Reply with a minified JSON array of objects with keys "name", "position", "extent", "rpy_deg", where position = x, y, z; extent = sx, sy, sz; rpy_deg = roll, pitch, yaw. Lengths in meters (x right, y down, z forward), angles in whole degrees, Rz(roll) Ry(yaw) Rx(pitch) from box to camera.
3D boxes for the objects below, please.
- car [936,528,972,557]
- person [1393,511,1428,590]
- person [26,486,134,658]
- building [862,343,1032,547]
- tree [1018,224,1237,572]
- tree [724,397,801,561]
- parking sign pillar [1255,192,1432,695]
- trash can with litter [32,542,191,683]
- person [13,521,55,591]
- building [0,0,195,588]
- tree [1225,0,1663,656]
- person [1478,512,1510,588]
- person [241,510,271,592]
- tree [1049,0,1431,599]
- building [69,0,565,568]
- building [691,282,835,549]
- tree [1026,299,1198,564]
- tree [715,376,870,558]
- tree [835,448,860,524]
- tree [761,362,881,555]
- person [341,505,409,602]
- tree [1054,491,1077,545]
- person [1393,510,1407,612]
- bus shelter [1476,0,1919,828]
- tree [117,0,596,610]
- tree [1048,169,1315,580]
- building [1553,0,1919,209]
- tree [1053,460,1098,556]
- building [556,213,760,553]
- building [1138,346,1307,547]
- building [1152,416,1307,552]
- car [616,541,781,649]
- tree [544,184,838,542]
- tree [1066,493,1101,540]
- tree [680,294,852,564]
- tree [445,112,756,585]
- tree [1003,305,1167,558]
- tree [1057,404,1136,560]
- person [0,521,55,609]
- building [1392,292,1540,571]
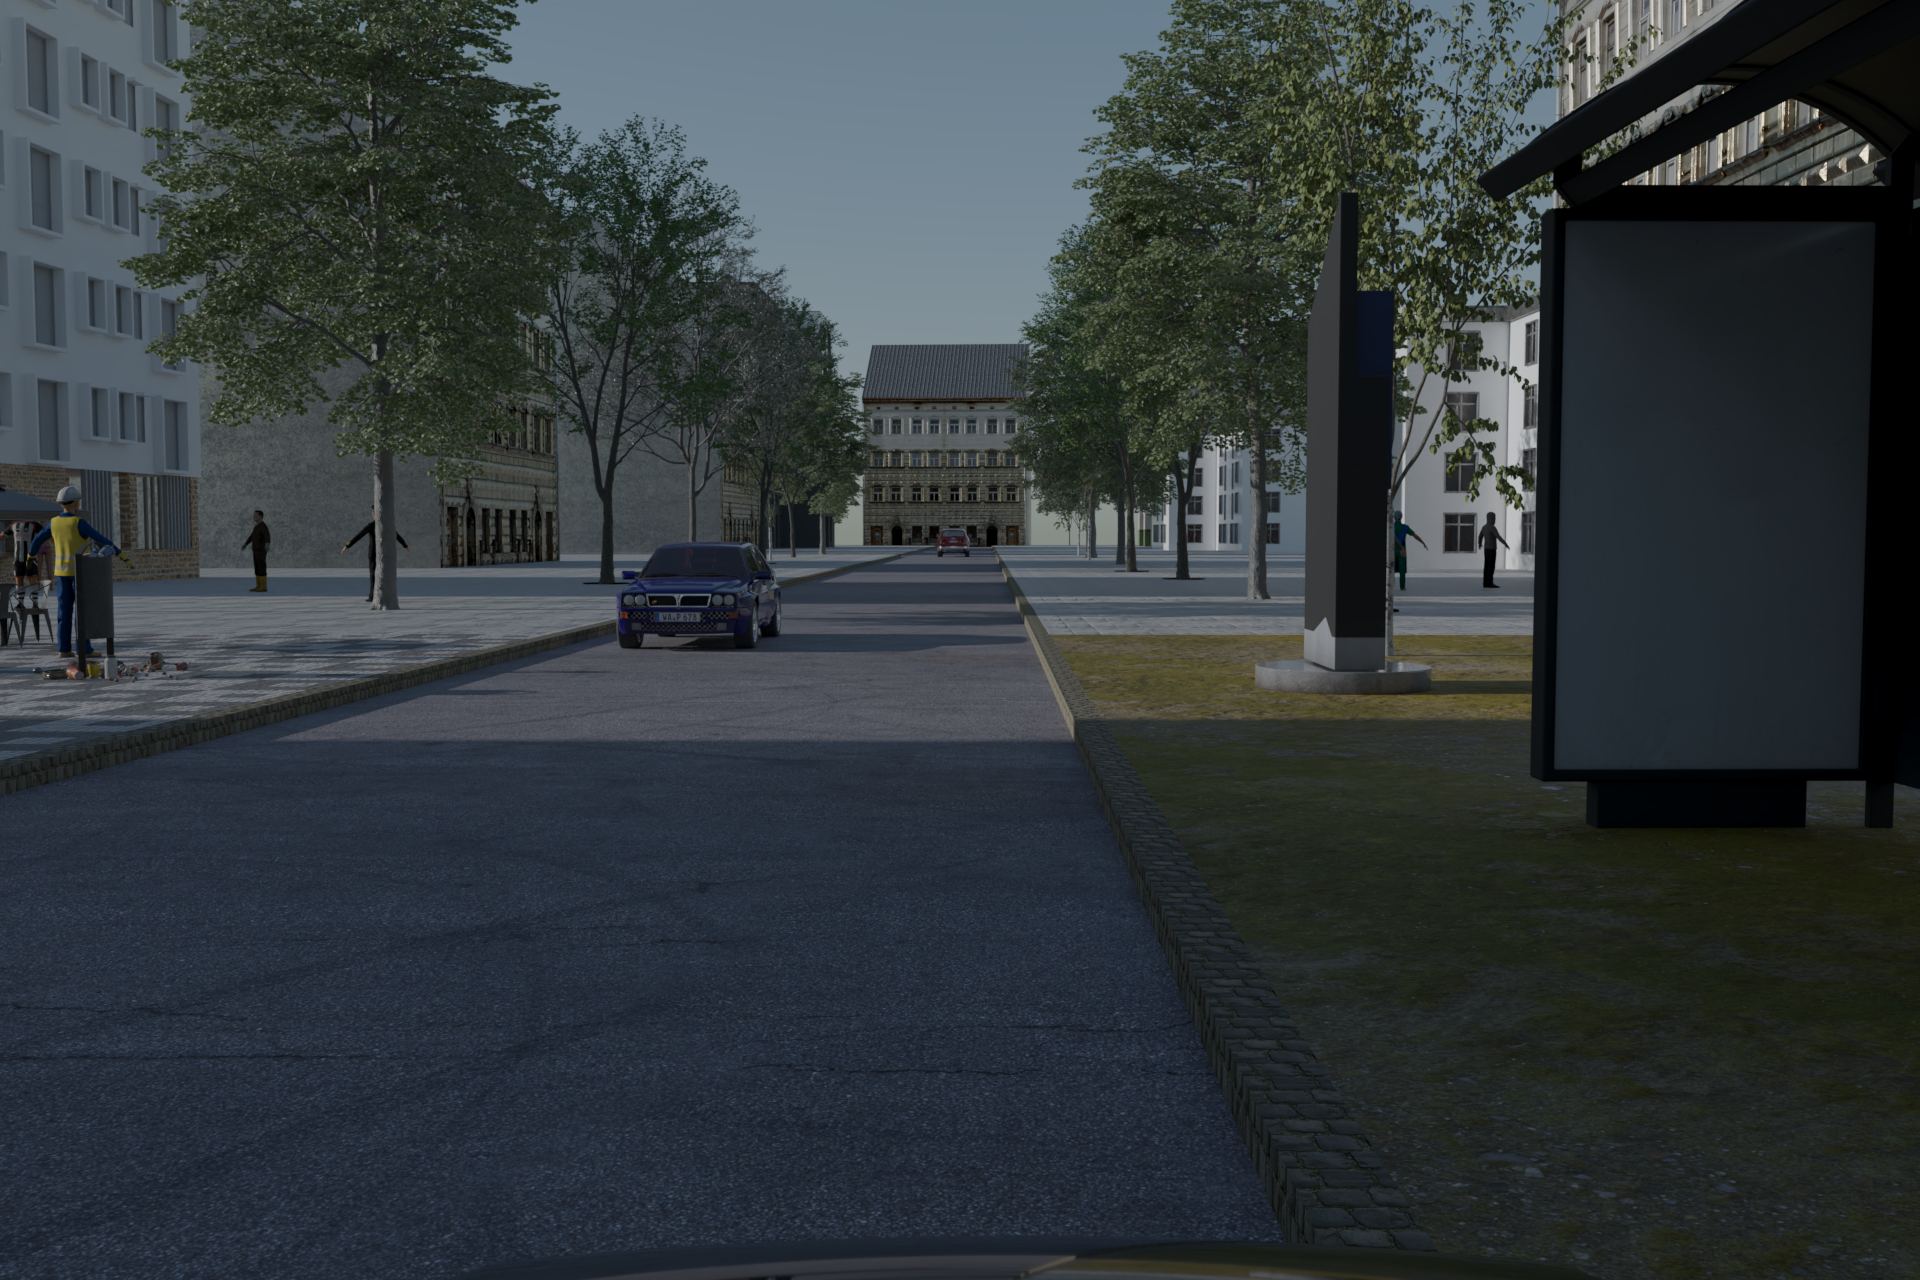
[{"name":"car","position":[-0.398,-6.193,109.923],"extent":[2.281,1.827,5.304],"rpy_deg":[0,4,0]},{"name":"person","position":[9.975,-2.040,39.482],"extent":[1.347,1.817,0.704],"rpy_deg":[1,4,15]},{"name":"person","position":[-9.177,-0.707,18.026],"extent":[1.216,1.772,0.721],"rpy_deg":[1,4,10]},{"name":"building","position":[-1.083,-22.378,199.272],"extent":[18.063,23.208,19.493],"rpy_deg":[0,4,4]},{"name":"tree","position":[5.716,-8.122,58.545],"extent":[9.928,11.665,9.643],"rpy_deg":[0,3,0]},{"name":"tree","position":[-8.973,-8.168,83.913],"extent":[4.360,8.622,3.978],"rpy_deg":[0,3,0]},{"name":"parking sign pillar","position":[3.208,-1.586,14.401],"extent":[1.447,3.967,1.447],"rpy_deg":[0,4,1]},{"name":"trash can with litter","position":[-7.693,-0.303,16.019],"extent":[1.678,1.210,2.233],"rpy_deg":[0,4,1]},{"name":"person","position":[-20.845,-1.994,39.406],"extent":[1.217,1.733,0.721],"rpy_deg":[-2,4,-28]},{"name":"building","position":[-27.421,-11.076,37.511],"extent":[16.016,20.090,11.380],"rpy_deg":[0,4,0]},{"name":"tree","position":[4.611,-4.126,17.821],"extent":[4.737,8.622,4.395],"rpy_deg":[0,3,0]},{"name":"person","position":[12.660,-2.149,41.264],"extent":[0.705,1.813,1.348],"rpy_deg":[-1,4,-13]},{"name":"person","position":[-15.604,-1.980,38.513],"extent":[0.704,1.812,1.346],"rpy_deg":[-3,5,-45]},{"name":"tree","position":[5.478,-7.077,33.836],"extent":[7.486,12.596,7.792],"rpy_deg":[0,3,0]},{"name":"building","position":[-28.468,-14.811,73.097],"extent":[19.493,23.208,18.063],"rpy_deg":[0,4,1]},{"name":"building","position":[-26.796,-19.142,156.943],"extent":[27.936,21.610,32.646],"rpy_deg":[0,4,1]},{"name":"tree","position":[6.563,-9.497,73.395],"extent":[7.486,12.596,7.792],"rpy_deg":[0,3,0]},{"name":"tree","position":[-9.143,-9.815,94.886],"extent":[8.767,10.594,7.601],"rpy_deg":[0,4,-8]},{"name":"tree","position":[-16.580,-17.839,198.316],"extent":[9.857,13.997,8.962],"rpy_deg":[0,3,0]},{"name":"tree","position":[-8.746,-11.645,108.522],"extent":[7.486,12.596,7.792],"rpy_deg":[0,3,0]},{"name":"person","position":[-11.017,-1.641,32.762],"extent":[1.347,1.837,0.705],"rpy_deg":[-3,5,-44]},{"name":"tree","position":[12.388,-15.222,199.236],"extent":[4.737,8.622,4.395],"rpy_deg":[0,3,0]},{"name":"person","position":[6.992,-1.349,28.327],"extent":[0.705,1.796,1.348],"rpy_deg":[2,4,32]},{"name":"bus shelter","position":[3.350,-0.679,5.020],"extent":[2.014,3.302,5.546],"rpy_deg":[0,4,-1]},{"name":"tree","position":[-10.004,-6.805,29.390],"extent":[7.486,12.596,7.792],"rpy_deg":[0,3,0]},{"name":"tree","position":[6.325,-7.511,48.560],"extent":[9.928,11.665,9.643],"rpy_deg":[0,3,0]},{"name":"building","position":[25.070,-12.630,37.435],"extent":[19.493,23.208,18.063],"rpy_deg":[0,4,1]},{"name":"tree","position":[6.938,-9.346,103.169],"extent":[4.737,8.622,4.395],"rpy_deg":[0,3,0]},{"name":"building","position":[-25.161,-18.062,126.237],"extent":[19.493,23.208,18.063],"rpy_deg":[0,4,1]},{"name":"building","position":[27.166,-18.542,169.618],"extent":[16.747,18.905,31.486],"rpy_deg":[0,4,1]},{"name":"building","position":[20.938,-11.910,136.871],"extent":[9.099,9.664,28.070],"rpy_deg":[0,4,1]},{"name":"car","position":[-3.395,-0.631,22.902],"extent":[1.945,1.354,3.894],"rpy_deg":[0,4,1]},{"name":"tree","position":[-9.207,-9.147,59.931],"extent":[12.009,13.543,11.850],"rpy_deg":[0,3,0]},{"name":"tree","position":[14.003,-14.927,194.412],"extent":[4.737,8.622,4.395],"rpy_deg":[0,3,0]},{"name":"tree","position":[-8.336,-9.077,74.172],"extent":[9.928,11.665,9.643],"rpy_deg":[0,3,0]},{"name":"tree","position":[-9.055,-7.221,43.811],"extent":[9.928,11.665,9.643],"rpy_deg":[0,3,0]},{"name":"tree","position":[6.950,-11.371,92.567],"extent":[9.857,13.997,8.962],"rpy_deg":[0,3,0]},{"name":"tree","position":[6.119,-8.220,84.766],"extent":[4.360,8.622,3.978],"rpy_deg":[0,3,0]},{"name":"person","position":[-15.450,-1.374,28.615],"extent":[1.345,1.843,0.704],"rpy_deg":[0,4,-4]},{"name":"building","position":[20.849,-7.441,63.816],"extent":[9.099,9.664,28.070],"rpy_deg":[0,4,1]}]
